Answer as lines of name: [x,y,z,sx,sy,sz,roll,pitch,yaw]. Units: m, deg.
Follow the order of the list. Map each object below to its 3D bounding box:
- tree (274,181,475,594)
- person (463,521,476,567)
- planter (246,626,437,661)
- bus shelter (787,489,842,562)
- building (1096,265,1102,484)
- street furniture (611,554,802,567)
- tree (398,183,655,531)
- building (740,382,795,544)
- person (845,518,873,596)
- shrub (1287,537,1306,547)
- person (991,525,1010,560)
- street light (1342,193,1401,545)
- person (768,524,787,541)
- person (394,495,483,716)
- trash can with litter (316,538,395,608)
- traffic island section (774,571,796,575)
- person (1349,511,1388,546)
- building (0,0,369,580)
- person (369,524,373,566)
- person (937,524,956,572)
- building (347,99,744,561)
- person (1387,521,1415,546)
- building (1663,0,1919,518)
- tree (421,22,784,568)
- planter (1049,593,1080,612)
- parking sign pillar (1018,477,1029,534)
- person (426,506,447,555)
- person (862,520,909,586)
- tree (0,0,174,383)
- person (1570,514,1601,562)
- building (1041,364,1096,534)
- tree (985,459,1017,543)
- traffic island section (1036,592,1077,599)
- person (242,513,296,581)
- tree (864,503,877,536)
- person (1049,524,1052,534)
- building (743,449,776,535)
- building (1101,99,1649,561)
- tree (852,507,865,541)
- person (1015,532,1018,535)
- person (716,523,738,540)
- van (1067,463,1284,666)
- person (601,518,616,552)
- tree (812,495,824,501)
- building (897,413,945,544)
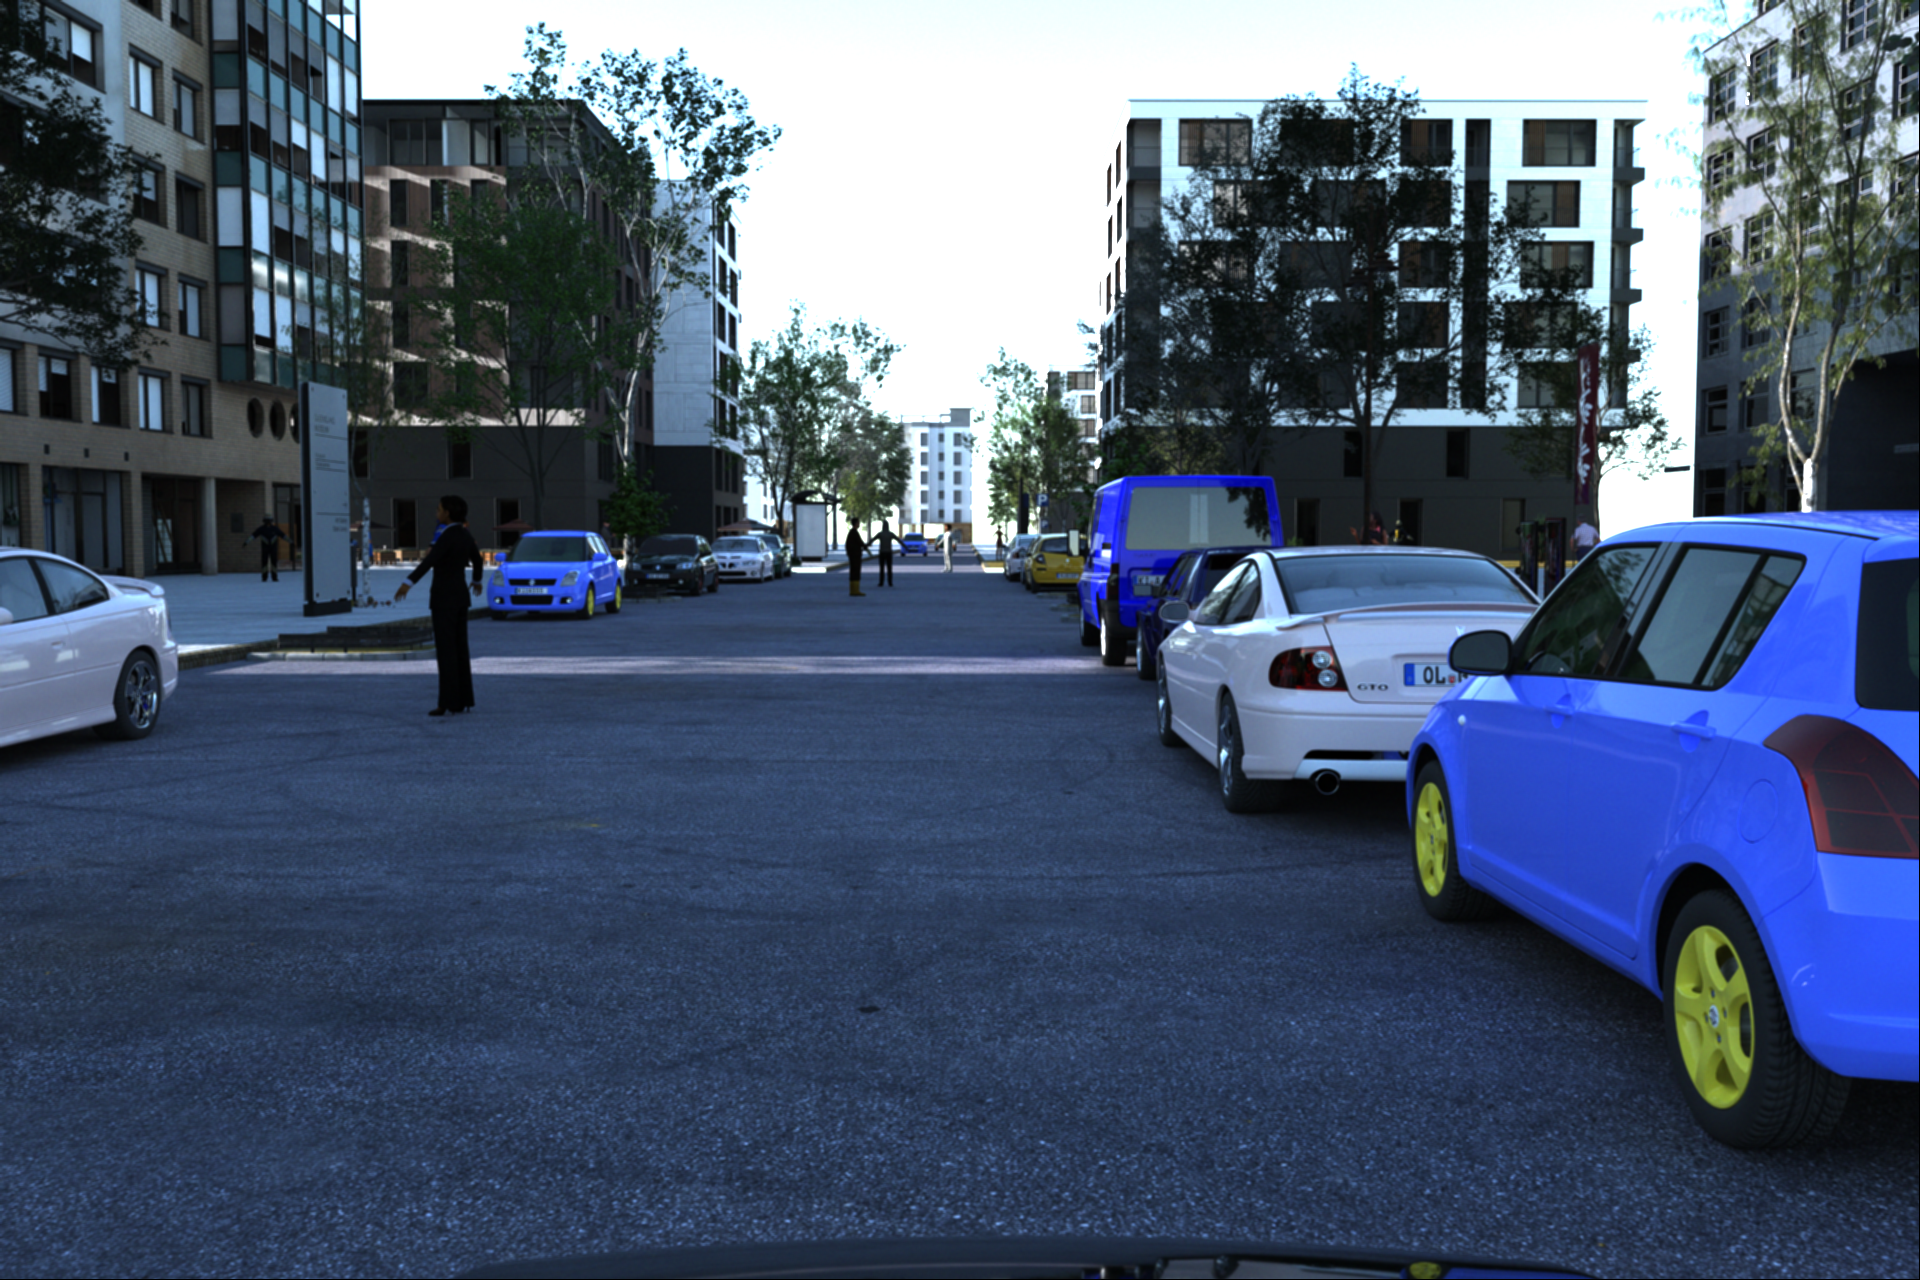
tree: [-12.754,-5.273,36.576,4.360,8.622,3.978,0,3,0]
person: [-19.041,-3.711,66.895,0.704,1.802,1.346,0,4,7]
planter: [-7.055,0.041,20.470,1.991,0.319,1.994,0,4,0]
bus shelter: [-6.792,-5.351,81.413,2.014,3.302,5.546,0,4,1]
building: [24.665,-18.048,139.064,27.936,21.610,32.646,0,3,0]
street furniture: [-11.527,-3.247,68.711,10.072,0.657,5.734,2,4,30]
tree: [-12.678,-7.707,51.758,9.928,11.665,9.643,0,3,0]
building: [-26.970,-22.019,216.436,16.016,20.090,11.380,0,4,1]
person: [-2.397,-1.930,40.147,0.704,1.812,1.346,-2,4,-27]
shrub: [13.918,-3.718,71.902,1.383,1.207,1.383,0,3,0]
person: [1.994,-4.803,85.336,1.217,1.733,0.721,3,5,43]
street light: [5.646,-3.129,23.940,0.468,5.910,1.993,0,4,0]
person: [-9.648,-5.128,90.120,1.348,1.796,0.705,0,4,4]
person: [-4.115,-0.281,13.779,0.721,1.740,1.216,1,4,14]
trash can with litter: [-10.741,-1.227,31.114,1.678,1.210,2.233,0,4,-1]
traffic island section: [-6.873,-2.382,61.806,1.991,0.108,1.994,0,4,0]
person: [6.472,-1.218,27.430,0.593,1.643,0.415,-1,4,-17]
building: [-32.706,-14.459,42.971,21.656,26.213,47.522,0,4,1]
person: [-23.551,-3.835,68.830,0.704,1.817,1.347,-2,4,-23]
person: [-0.464,-3.461,65.238,0.705,1.806,1.347,-2,4,-30]
building: [-28.269,-15.538,98.021,27.936,21.610,32.646,0,3,0]
person: [18.810,-4.187,74.231,1.354,1.856,0.705,2,4,31]
building: [28.707,-13.843,44.743,11.959,24.771,22.079,0,4,0]
tree: [-13.380,-12.804,65.235,12.611,20.169,13.585,0,3,0]
planter: [2.703,-0.709,32.734,1.991,0.319,1.994,0,4,-1]
parking sign pillar: [3.026,-5.769,82.788,1.447,3.967,1.447,0,4,-2]
person: [-9.896,-1.656,33.056,0.704,1.831,1.345,0,4,-3]
person: [-2.041,-2.378,47.467,1.348,1.813,0.705,-1,4,-9]
tree: [-13.109,-5.266,20.509,7.601,10.594,8.767,0,4,-8]
person: [13.483,-1.865,37.481,0.756,1.711,0.436,0,4,-7]
building: [24.343,-23.273,224.494,27.936,21.610,32.646,0,4,0]
tree: [7.338,-20.825,258.616,7.486,12.596,7.792,0,3,0]
traffic island section: [2.729,-0.994,39.120,1.991,0.108,1.994,0,4,0]
person: [-18.720,-2.511,46.925,1.351,1.845,0.704,-2,4,-27]
tree: [-14.328,-19.060,261.996,4.737,8.622,4.395,0,3,0]
person: [4.723,-5.208,91.344,0.705,1.806,1.347,1,4,16]
building: [-24.147,-14.843,184.836,9.099,9.664,28.070,0,4,-1]
building: [21.737,-15.548,98.192,27.936,21.610,32.646,0,4,0]
tree: [-14.439,-18.673,255.671,4.737,8.622,4.395,0,3,0]
person: [3.652,-5.806,100.701,1.354,1.858,0.705,-2,4,-30]
person: [-11.593,-4.926,86.691,1.345,1.843,0.704,-1,4,-19]
van: [2.479,-0.983,20.453,2.240,2.365,5.245,0,4,-1]
person: [-10.478,-2.777,51.970,0.750,1.759,0.617,1,4,17]
tree: [-21.606,-18.925,259.780,4.360,8.622,3.978,0,3,0]
building: [-9.254,-24.700,262.715,11.380,20.090,16.016,0,4,6]
